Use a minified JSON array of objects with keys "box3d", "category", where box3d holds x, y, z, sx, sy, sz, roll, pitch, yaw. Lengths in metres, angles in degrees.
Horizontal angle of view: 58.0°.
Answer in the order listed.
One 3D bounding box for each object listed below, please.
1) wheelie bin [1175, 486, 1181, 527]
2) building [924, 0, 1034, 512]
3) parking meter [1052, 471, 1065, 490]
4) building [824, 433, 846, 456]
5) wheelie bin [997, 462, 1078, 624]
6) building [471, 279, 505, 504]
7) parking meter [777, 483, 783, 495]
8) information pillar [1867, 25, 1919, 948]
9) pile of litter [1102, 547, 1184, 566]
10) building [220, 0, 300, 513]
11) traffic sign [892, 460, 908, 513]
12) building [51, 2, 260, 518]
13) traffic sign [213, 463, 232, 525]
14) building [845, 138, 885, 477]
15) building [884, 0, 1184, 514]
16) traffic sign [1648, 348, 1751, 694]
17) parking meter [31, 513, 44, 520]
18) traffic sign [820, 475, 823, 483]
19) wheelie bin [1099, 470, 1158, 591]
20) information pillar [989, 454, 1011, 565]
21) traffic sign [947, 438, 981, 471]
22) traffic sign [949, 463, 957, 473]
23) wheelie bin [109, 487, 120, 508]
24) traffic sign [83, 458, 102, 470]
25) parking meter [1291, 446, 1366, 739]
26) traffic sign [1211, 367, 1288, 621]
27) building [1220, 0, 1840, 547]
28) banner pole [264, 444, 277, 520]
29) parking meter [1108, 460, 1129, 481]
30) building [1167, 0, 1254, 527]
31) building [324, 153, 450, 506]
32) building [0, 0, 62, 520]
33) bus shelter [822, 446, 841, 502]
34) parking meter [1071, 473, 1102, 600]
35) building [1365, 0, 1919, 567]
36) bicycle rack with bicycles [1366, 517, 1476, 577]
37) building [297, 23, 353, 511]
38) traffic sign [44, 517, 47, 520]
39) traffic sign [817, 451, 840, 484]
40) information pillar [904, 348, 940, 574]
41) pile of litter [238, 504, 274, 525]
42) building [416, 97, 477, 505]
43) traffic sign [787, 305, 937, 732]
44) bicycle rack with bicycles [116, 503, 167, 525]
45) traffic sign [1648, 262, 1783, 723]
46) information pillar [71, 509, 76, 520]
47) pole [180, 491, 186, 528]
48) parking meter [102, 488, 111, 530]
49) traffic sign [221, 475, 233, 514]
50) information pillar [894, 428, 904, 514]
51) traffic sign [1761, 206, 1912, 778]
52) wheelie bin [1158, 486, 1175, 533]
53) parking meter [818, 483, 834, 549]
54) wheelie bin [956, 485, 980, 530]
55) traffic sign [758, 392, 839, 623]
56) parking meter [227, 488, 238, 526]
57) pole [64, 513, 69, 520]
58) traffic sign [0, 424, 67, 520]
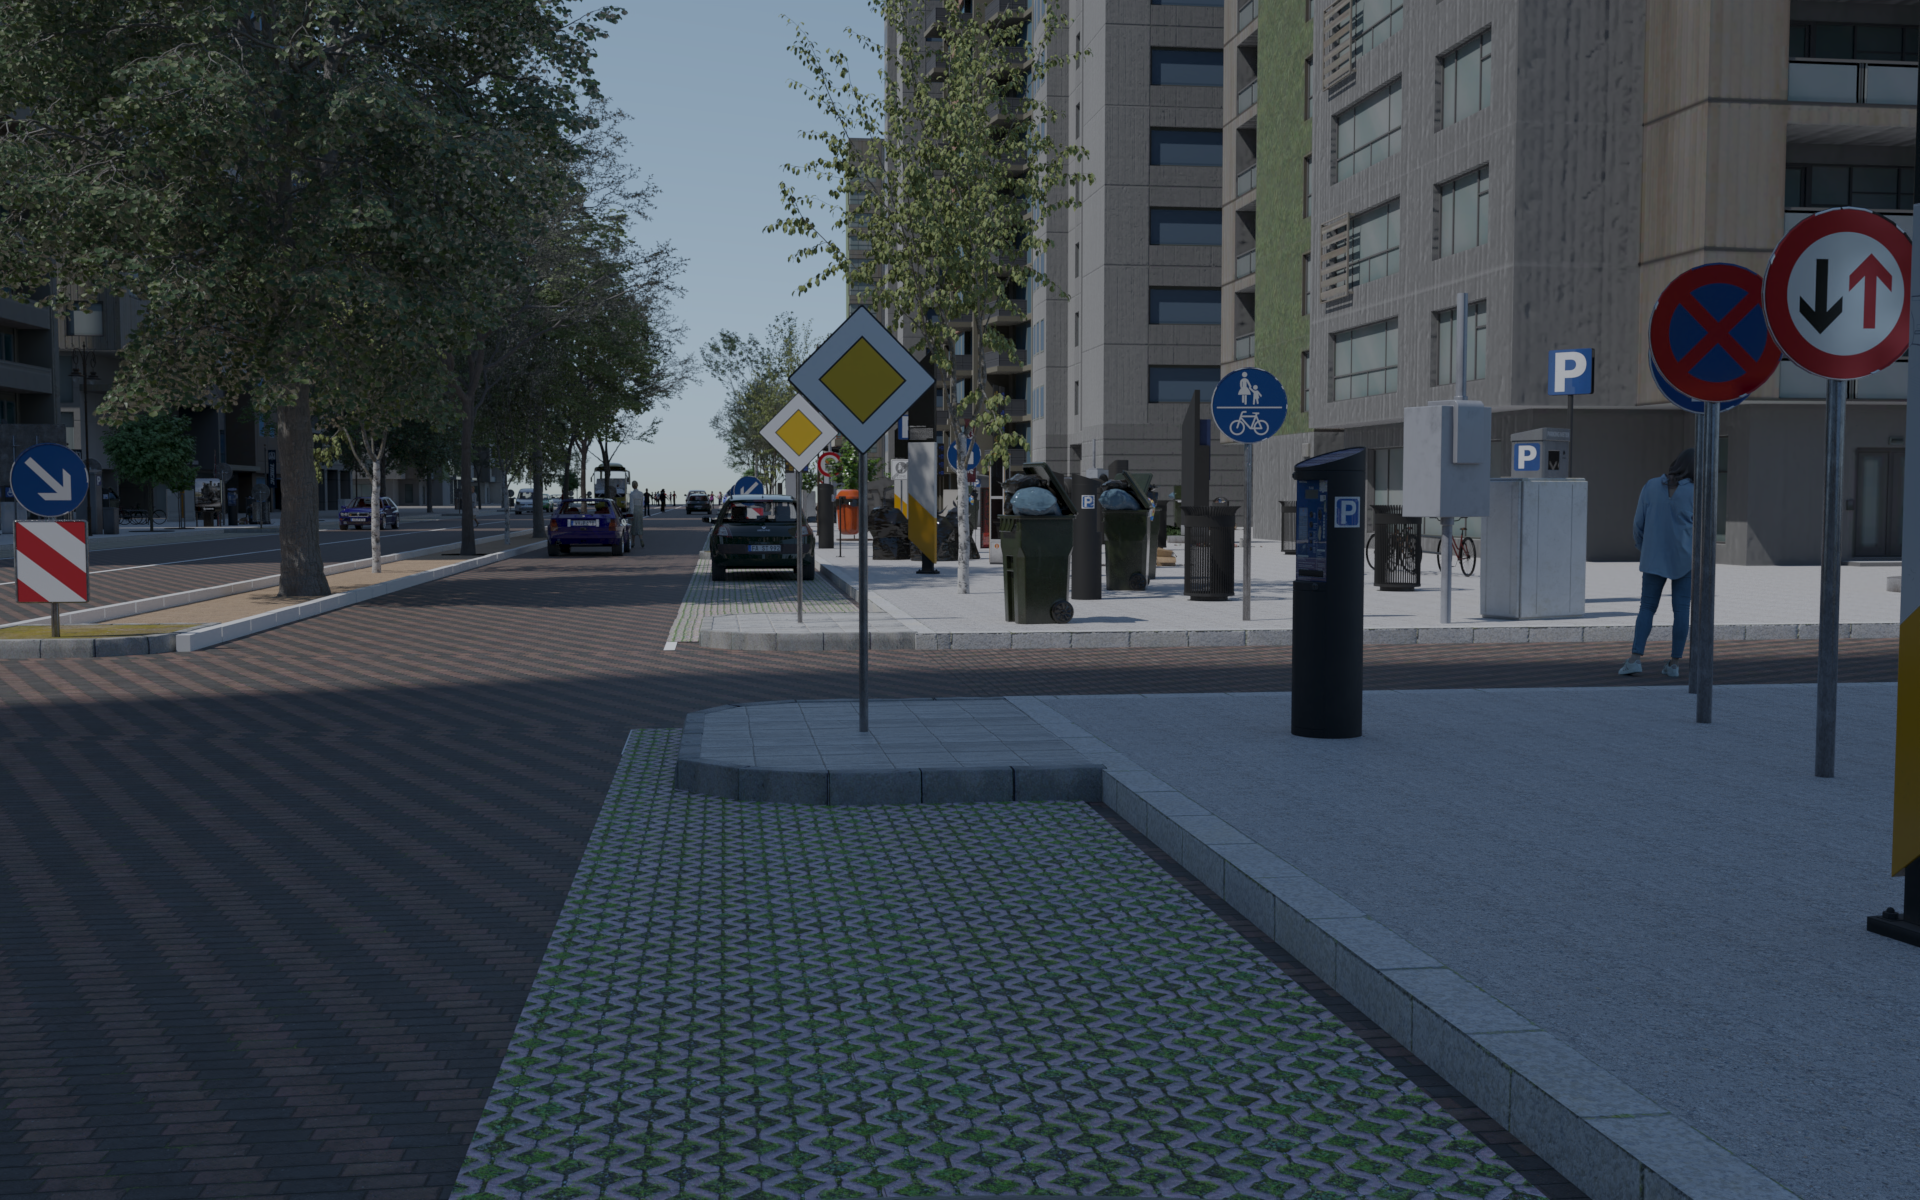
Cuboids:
[{"box3d":[8.216,-3.447,64.272,0.980,1.594,0.693,0,4,0],"category":"wheelie bin"},{"box3d":[9.237,-28.219,116.012,22.147,44.769,28.867,0,4,-8],"category":"building"},{"box3d":[2.386,-2.278,42.954,0.399,1.863,0.255,-1,4,-16],"category":"parking meter"},{"box3d":[-4.405,-24.115,239.314,27.650,21.520,28.899,0,4,-8],"category":"building"},{"box3d":[0.759,-0.572,17.256,0.693,1.594,0.980,-1,4,-18],"category":"wheelie bin"},{"box3d":[-68.714,-33.473,230.871,14.154,41.232,14.086,0,4,-8],"category":"building"},{"box3d":[-9.240,-5.087,88.881,0.255,1.863,0.399,-1,4,-9],"category":"parking meter"},{"box3d":[2.816,-0.820,4.758,0.183,3.616,0.504,-1,4,-15],"category":"information pillar"},{"box3d":[3.367,-1.037,30.918,1.719,0.858,1.176,0,4,2],"category":"pile of litter"},{"box3d":[-54.763,-28.765,120.423,14.600,45.320,14.200,0,4,-8],"category":"building"},{"box3d":[-1.733,-3.007,51.298,0.606,2.300,0.079,0,3,0],"category":"traffic sign"},{"box3d":[-58.039,-31.163,98.754,28.713,52.752,27.495,0,4,-8],"category":"building"},{"box3d":[-30.081,-4.316,70.677,0.768,2.556,0.104,0,4,-5],"category":"traffic sign"},{"box3d":[-6.416,-31.735,202.465,14.154,41.232,14.086,0,4,-8],"category":"building"},{"box3d":[4.253,-36.800,143.683,21.231,58.520,28.212,0,4,-8],"category":"building"},{"box3d":[4.735,-0.671,11.076,0.768,2.556,0.104,0,4,-3],"category":"traffic sign"},{"box3d":[-28.783,-2.959,54.091,0.399,1.863,0.255,1,4,9],"category":"parking meter"},{"box3d":[-7.099,-5.581,91.348,0.768,2.556,0.104,0,4,-1],"category":"traffic sign"},{"box3d":[2.222,-0.933,23.164,0.693,1.594,0.980,1,4,10],"category":"wheelie bin"},{"box3d":[0.725,-1.657,31.581,0.304,2.012,0.304,1,4,22],"category":"information pillar"},{"box3d":[0.090,-2.391,39.206,0.768,2.556,0.104,0,4,-1],"category":"traffic sign"},{"box3d":[0.084,-2.769,45.386,0.768,2.556,0.104,0,4,2],"category":"traffic sign"},{"box3d":[-36.442,-4.062,74.326,0.693,1.594,0.980,-2,4,-33],"category":"wheelie bin"},{"box3d":[-31.082,-3.783,61.955,0.768,2.556,0.104,0,4,-7],"category":"traffic sign"},{"box3d":[1.957,-0.049,9.206,0.372,1.533,0.369,0,3,0],"category":"parking meter"},{"box3d":[2.906,-1.063,17.489,0.768,2.556,0.104,0,4,2],"category":"traffic sign"},{"box3d":[15.159,-22.488,51.274,14.154,41.232,14.086,0,4,-8],"category":"building"},{"box3d":[-34.268,-5.870,85.989,0.863,3.779,0.401,1,4,15],"category":"banner pole"},{"box3d":[2.724,-1.475,29.836,0.255,1.863,0.399,-1,4,-14],"category":"parking meter"},{"box3d":[13.996,-32.902,79.950,21.231,58.520,28.212,0,4,-8],"category":"building"},{"box3d":[-63.621,-30.769,186.660,14.154,41.232,14.086,0,4,-8],"category":"building"},{"box3d":[-51.903,-27.259,69.380,21.300,48.544,21.600,0,4,-8],"category":"building"},{"box3d":[-6.206,-5.844,86.838,1.731,3.624,6.357,0,4,-8],"category":"bus shelter"},{"box3d":[1.541,-0.774,21.073,0.372,1.533,0.369,0,3,0],"category":"parking meter"},{"box3d":[16.217,-21.509,35.261,14.086,41.232,14.154,0,4,-8],"category":"building"},{"box3d":[6.818,-0.890,27.933,2.852,0.926,2.925,0,4,1],"category":"bicycle rack with bicycles"},{"box3d":[-60.116,-42.703,136.441,20.563,71.187,20.611,0,4,-8],"category":"building"},{"box3d":[-27.477,-3.174,51.999,0.768,2.556,0.104,0,4,-1],"category":"traffic sign"},{"box3d":[-3.889,-3.165,51.851,0.768,2.556,0.104,0,4,-4],"category":"traffic sign"},{"box3d":[-0.590,-2.228,27.776,0.504,3.616,0.183,2,4,25],"category":"information pillar"},{"box3d":[-29.803,-3.601,72.834,1.719,0.858,1.176,-1,4,-13],"category":"pile of litter"},{"box3d":[-71.759,-35.972,207.753,23.786,49.044,30.456,0,4,-8],"category":"building"},{"box3d":[-0.523,-0.346,9.292,0.795,2.450,0.064,0,4,-8],"category":"traffic sign"},{"box3d":[-34.844,-3.619,72.555,2.925,0.926,2.852,-2,4,-26],"category":"bicycle rack with bicycles"},{"box3d":[4.176,-0.583,9.644,0.768,2.556,0.104,0,4,0],"category":"traffic sign"},{"box3d":[-40.808,-4.611,79.877,0.304,2.012,0.304,-3,5,-42],"category":"information pillar"},{"box3d":[-29.061,-4.333,64.693,0.158,3.312,0.155,0,3,0],"category":"pole"},{"box3d":[-30.892,-3.318,62.666,0.372,1.533,0.369,0,3,0],"category":"parking meter"},{"box3d":[-30.540,-4.323,71.864,0.795,2.450,0.064,0,4,-5],"category":"traffic sign"},{"box3d":[-1.739,-3.749,52.645,0.504,3.616,0.183,0,4,5],"category":"information pillar"},{"box3d":[3.927,-0.470,7.789,0.768,2.556,0.104,0,4,-5],"category":"traffic sign"},{"box3d":[2.598,-1.115,26.141,0.980,1.594,0.693,3,4,37],"category":"wheelie bin"},{"box3d":[-3.150,-1.977,40.739,0.372,1.533,0.369,0,3,0],"category":"parking meter"},{"box3d":[0.288,-3.339,62.503,0.693,1.594,0.980,-3,4,-38],"category":"wheelie bin"},{"box3d":[-1.598,-0.829,17.204,0.795,2.450,0.064,0,4,-8],"category":"traffic sign"},{"box3d":[-29.582,-3.794,70.437,0.372,1.533,0.369,0,3,0],"category":"parking meter"},{"box3d":[-44.768,-5.676,86.640,0.158,3.312,0.155,0,3,0],"category":"pole"},{"box3d":[-27.083,-3.448,50.242,2.265,3.308,0.079,0,4,-5],"category":"traffic sign"}]
